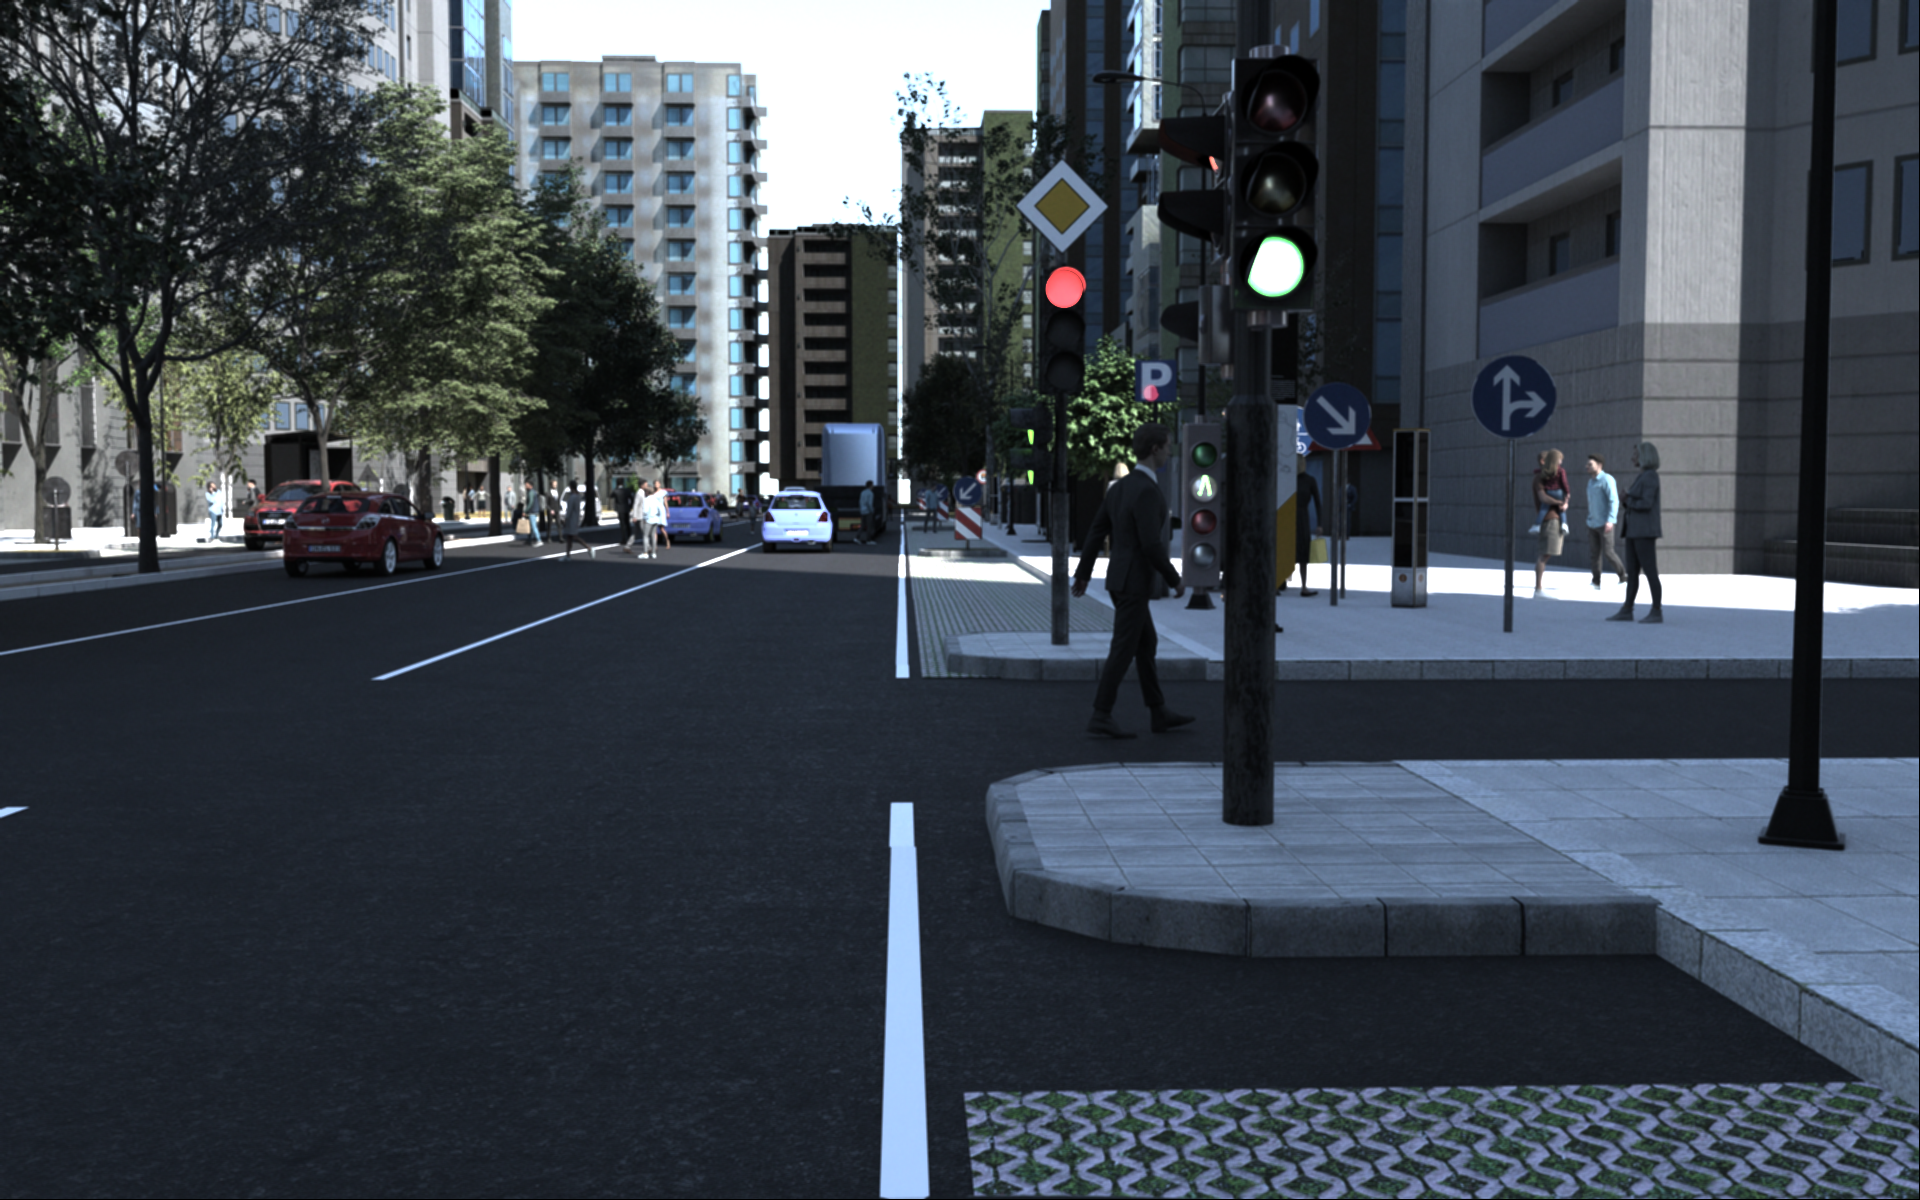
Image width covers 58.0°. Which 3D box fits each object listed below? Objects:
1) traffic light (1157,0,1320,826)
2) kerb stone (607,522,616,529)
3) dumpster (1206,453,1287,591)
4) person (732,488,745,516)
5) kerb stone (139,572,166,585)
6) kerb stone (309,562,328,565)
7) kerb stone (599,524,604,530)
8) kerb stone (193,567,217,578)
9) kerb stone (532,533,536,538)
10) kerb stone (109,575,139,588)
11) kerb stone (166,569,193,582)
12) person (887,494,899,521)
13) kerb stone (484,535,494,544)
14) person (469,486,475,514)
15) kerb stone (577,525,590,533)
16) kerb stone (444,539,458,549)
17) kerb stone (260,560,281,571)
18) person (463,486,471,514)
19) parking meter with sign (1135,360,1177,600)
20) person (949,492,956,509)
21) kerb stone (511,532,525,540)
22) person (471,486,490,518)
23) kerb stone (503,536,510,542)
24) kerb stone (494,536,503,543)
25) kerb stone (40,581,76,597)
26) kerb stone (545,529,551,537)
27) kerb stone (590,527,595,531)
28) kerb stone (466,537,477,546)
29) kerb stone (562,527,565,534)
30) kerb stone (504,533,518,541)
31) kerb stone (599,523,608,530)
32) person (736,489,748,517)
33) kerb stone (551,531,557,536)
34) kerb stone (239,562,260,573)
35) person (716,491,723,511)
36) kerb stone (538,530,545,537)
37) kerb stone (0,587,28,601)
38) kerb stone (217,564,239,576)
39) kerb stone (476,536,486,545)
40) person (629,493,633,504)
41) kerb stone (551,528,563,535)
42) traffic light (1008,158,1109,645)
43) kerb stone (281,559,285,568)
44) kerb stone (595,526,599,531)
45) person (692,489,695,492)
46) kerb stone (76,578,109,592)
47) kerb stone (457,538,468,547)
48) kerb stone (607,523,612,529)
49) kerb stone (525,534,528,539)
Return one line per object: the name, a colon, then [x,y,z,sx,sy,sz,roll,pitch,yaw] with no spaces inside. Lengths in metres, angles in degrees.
traffic light: [-0.987,-1.946,6.481,4.771,5.953,1.251,0,4,-2]
kerb stone: [-14.487,-3.028,71.770,0.120,0.150,1.000,0,4,-2]
dumpster: [3.789,-1.095,23.657,1.264,1.857,1.865,0,4,-2]
person: [-14.169,-6.280,111.268,0.705,1.814,1.350,2,4,31]
kerb stone: [-13.018,-0.337,27.713,0.120,0.150,1.000,0,4,-2]
kerb stone: [-13.292,-0.838,35.930,0.120,0.150,1.000,0,4,-2]
kerb stone: [-14.374,-2.844,68.694,0.120,0.150,1.000,0,4,-2]
kerb stone: [-13.087,-0.460,29.782,0.120,0.150,1.000,0,4,-2]
kerb stone: [-13.975,-2.089,56.408,0.120,0.150,1.000,0,4,-2]
kerb stone: [-12.978,-0.271,26.689,0.120,0.150,1.000,0,4,-2]
kerb stone: [-13.046,-0.395,28.744,0.120,0.150,1.000,0,4,-2]
person: [-3.800,-4.994,93.413,1.065,1.426,0.557,-1,4,-12]
kerb stone: [-13.765,-1.717,50.268,0.120,0.150,1.000,0,4,-2]
person: [-32.184,-6.608,114.069,0.705,1.826,1.348,1,4,10]
kerb stone: [-14.274,-2.654,65.627,0.120,0.150,1.000,0,4,-2]
kerb stone: [-13.631,-1.467,46.176,0.120,0.150,1.000,0,4,-2]
kerb stone: [-13.181,-0.651,32.865,0.120,0.150,1.000,0,4,-2]
person: [-31.776,-6.450,111.505,0.705,1.823,1.348,0,4,1]
parking meter with sign: [2.415,-1.559,21.755,0.543,3.016,1.738,1,4,9]
person: [-0.516,-8.600,146.283,1.348,1.869,0.705,-3,4,-37]
kerb stone: [-13.903,-1.967,54.356,0.120,0.150,1.000,0,4,-2]
person: [-25.931,-5.330,93.978,1.217,1.735,0.721,-2,4,-26]
kerb stone: [-13.833,-1.842,52.312,0.120,0.150,1.000,0,4,-2]
kerb stone: [-13.799,-1.779,51.290,0.120,0.150,1.000,0,4,-2]
kerb stone: [-12.915,-0.150,24.645,0.120,0.150,1.000,0,4,-2]
kerb stone: [-14.036,-2.217,58.453,0.120,0.150,1.000,0,4,-2]
kerb stone: [-14.306,-2.719,66.651,0.120,0.150,1.000,0,4,-2]
kerb stone: [-13.693,-1.592,48.224,0.120,0.150,1.000,0,4,-2]
kerb stone: [-14.146,-2.404,61.525,0.120,0.150,1.000,0,4,-2]
kerb stone: [-13.870,-1.904,53.334,0.120,0.150,1.000,0,4,-2]
kerb stone: [-14.414,-2.907,69.725,0.120,0.150,1.000,0,4,-2]
person: [-13.598,-6.043,108.124,0.721,1.723,1.217,2,4,31]
kerb stone: [-14.074,-2.280,59.474,0.120,0.150,1.000,0,4,-2]
kerb stone: [-13.160,-0.588,31.843,0.120,0.150,1.000,0,4,-2]
person: [-20.266,-8.296,145.070,0.756,1.711,0.436,3,5,43]
kerb stone: [-14.007,-2.155,57.431,0.120,0.150,1.000,0,4,-2]
kerb stone: [-12.886,-0.087,23.611,0.120,0.150,1.000,0,4,-2]
kerb stone: [-13.117,-0.521,30.804,0.120,0.150,1.000,0,4,-2]
kerb stone: [-13.733,-1.654,49.246,0.120,0.150,1.000,0,4,-2]
person: [-30.127,-9.245,157.875,0.551,1.740,0.621,-3,4,-38]
kerb stone: [-14.103,-2.343,60.503,0.120,0.150,1.000,0,4,-2]
traffic light: [0.836,-1.575,14.673,0.839,4.253,0.868,0,4,-2]
kerb stone: [-13.226,-0.715,33.887,0.120,0.150,1.000,0,4,-2]
kerb stone: [-14.345,-2.781,67.673,0.120,0.150,1.000,0,4,-2]
person: [-17.133,-6.285,111.988,0.721,1.736,1.217,-2,4,-27]
kerb stone: [-12.946,-0.210,25.667,0.120,0.150,1.000,0,4,-2]
kerb stone: [-13.661,-1.529,47.199,0.120,0.150,1.000,0,4,-2]
kerb stone: [-14.446,-2.967,70.749,0.120,0.150,1.000,0,4,-2]
kerb stone: [-13.938,-2.029,55.379,0.120,0.150,1.000,0,4,-2]
